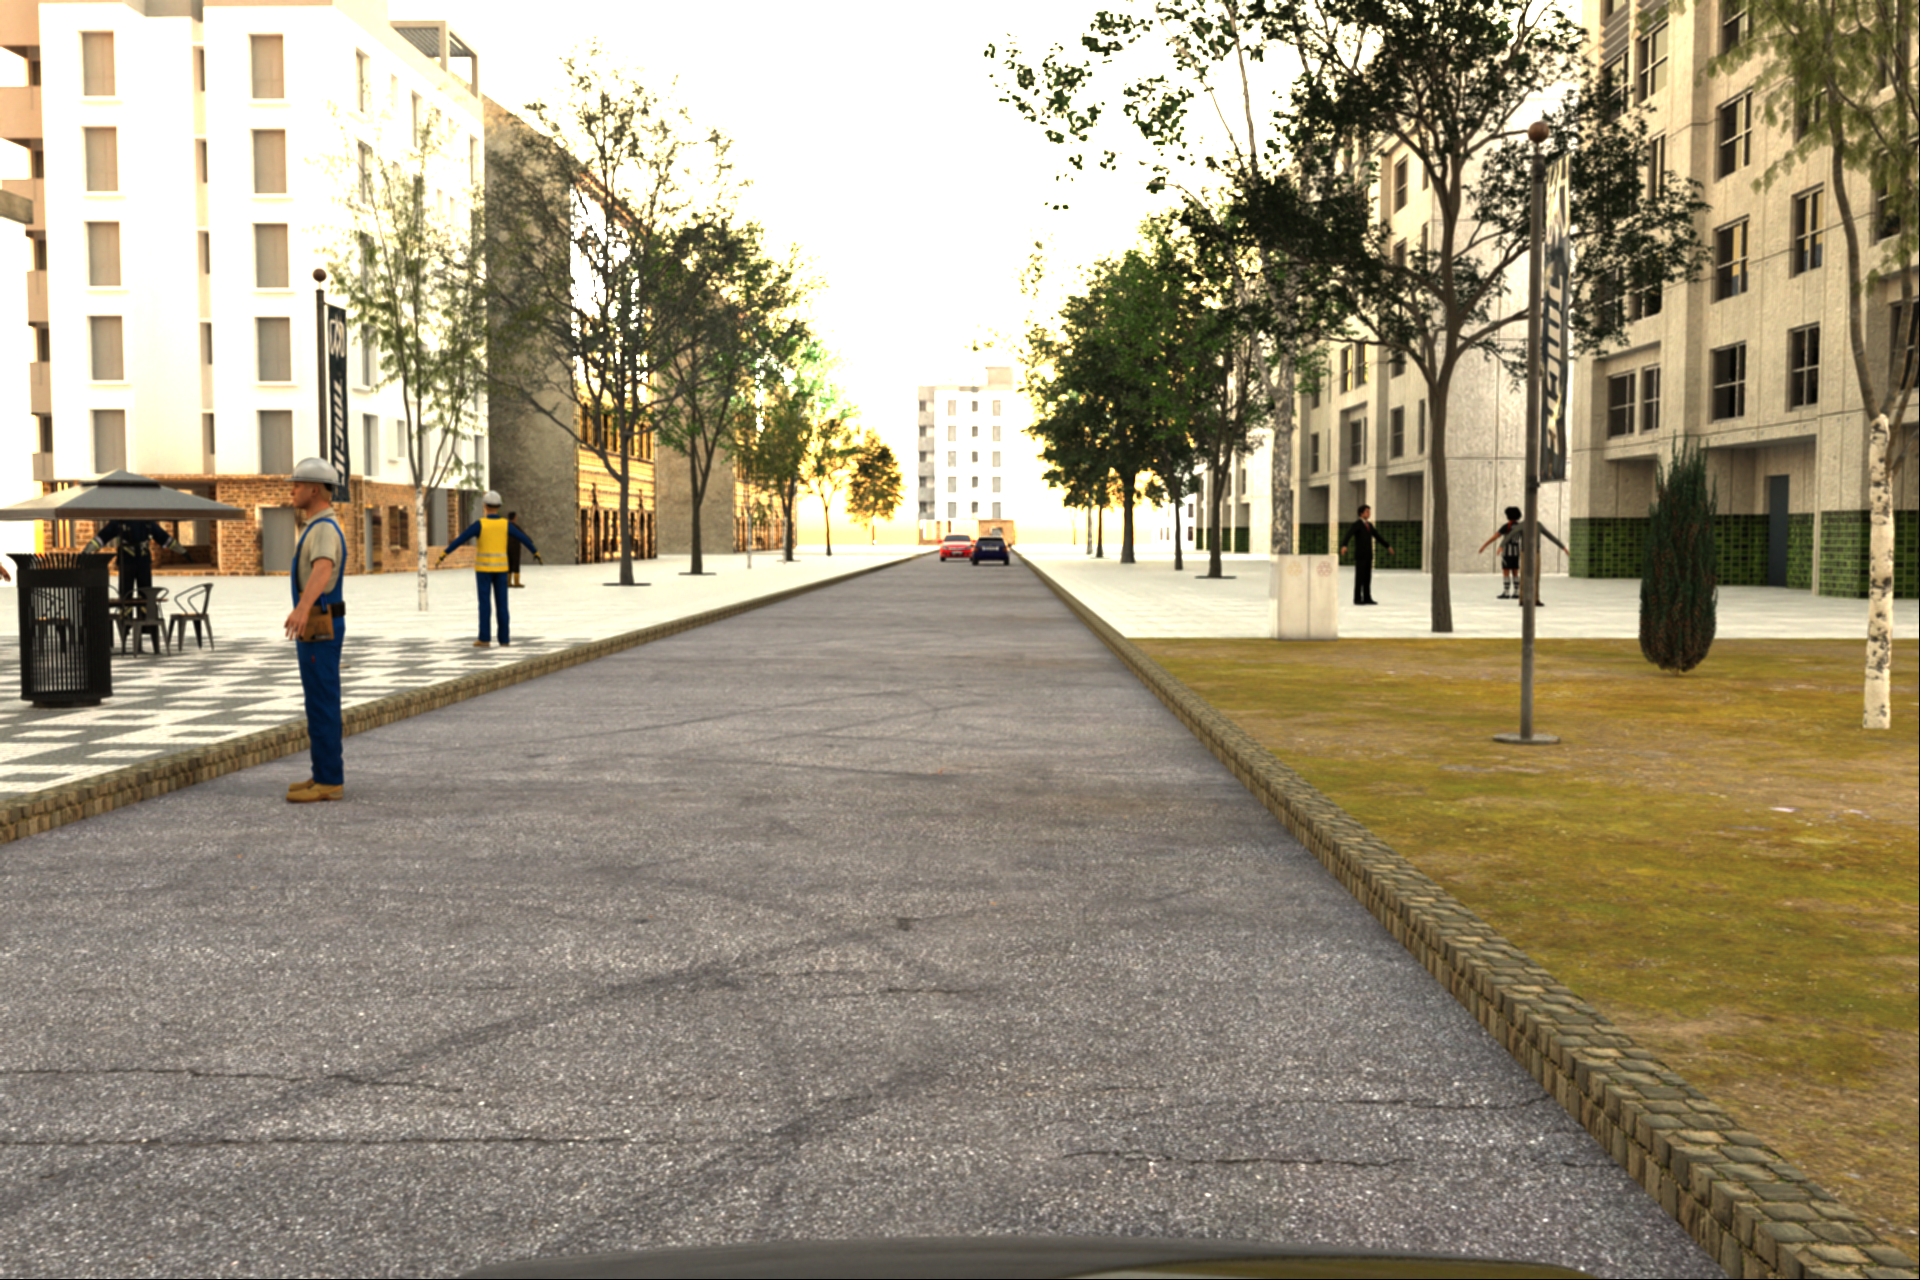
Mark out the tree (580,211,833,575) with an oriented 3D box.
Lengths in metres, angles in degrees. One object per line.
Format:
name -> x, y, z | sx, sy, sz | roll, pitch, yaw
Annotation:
tree -> -8.188, -7.878, 54.567 | 9.928, 11.665, 9.643 | 0, 3, 0

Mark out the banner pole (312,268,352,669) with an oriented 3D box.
banner pole -> -6.019, -1.629, 16.645 | 0.401, 3.779, 0.863 | 0, 4, 2

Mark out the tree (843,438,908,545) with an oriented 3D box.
tree -> -9.598, -17.239, 199.988 | 7.486, 12.596, 7.792 | 0, 3, 0

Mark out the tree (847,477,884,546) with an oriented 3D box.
tree -> -10.069, -14.834, 192.896 | 4.360, 8.622, 3.978 | 0, 3, 0

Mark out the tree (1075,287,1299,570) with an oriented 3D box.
tree -> 7.904, -7.779, 61.593 | 8.767, 10.594, 7.601 | 1, 4, 17

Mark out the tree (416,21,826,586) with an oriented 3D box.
tree -> -8.449, -8.097, 42.755 | 12.009, 13.543, 11.850 | 0, 3, 0

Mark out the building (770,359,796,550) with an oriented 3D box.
building -> -24.055, -19.252, 145.700 | 19.493, 23.208, 18.063 | 0, 4, 0

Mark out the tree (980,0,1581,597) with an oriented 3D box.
tree -> 6.819, -11.005, 35.828 | 12.611, 20.169, 13.585 | 0, 3, 0

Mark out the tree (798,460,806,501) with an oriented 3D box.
tree -> -21.260, -16.551, 196.366 | 9.928, 11.665, 9.643 | 0, 3, 0

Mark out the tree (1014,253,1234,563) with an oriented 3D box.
tree -> 7.333, -10.380, 76.369 | 9.857, 13.997, 8.962 | 0, 3, 0

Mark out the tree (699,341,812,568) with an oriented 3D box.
tree -> -8.099, -6.978, 64.450 | 4.360, 8.622, 3.978 | 0, 3, 0

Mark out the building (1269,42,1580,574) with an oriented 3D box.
building -> 23.709, -12.516, 71.088 | 16.747, 18.905, 31.486 | 0, 4, 1

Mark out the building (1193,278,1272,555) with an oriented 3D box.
building -> 27.625, -16.019, 128.374 | 16.747, 18.905, 31.486 | 0, 4, 1

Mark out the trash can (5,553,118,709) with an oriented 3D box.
trash can -> -6.670, -0.077, 12.908 | 0.748, 1.137, 0.748 | 0, 3, 0

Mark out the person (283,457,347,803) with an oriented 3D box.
person -> -3.507, -0.066, 9.396 | 0.705, 1.847, 1.347 | -1, 4, -19

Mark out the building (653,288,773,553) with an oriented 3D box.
building -> -24.120, -18.012, 125.425 | 19.493, 23.208, 18.063 | 0, 4, 2

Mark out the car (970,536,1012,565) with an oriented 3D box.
car -> 1.449, -4.175, 80.835 | 1.945, 1.354, 3.894 | 0, 4, 2

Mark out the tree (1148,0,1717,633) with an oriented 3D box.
tree -> 5.973, -5.377, 22.321 | 7.601, 10.594, 8.767 | -1, 4, -11

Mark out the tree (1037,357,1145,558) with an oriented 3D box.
tree -> 7.662, -10.208, 92.660 | 9.928, 11.665, 9.643 | 0, 3, 0

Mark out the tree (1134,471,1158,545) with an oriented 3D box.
tree -> 22.031, -14.958, 194.933 | 4.360, 8.622, 3.978 | 0, 3, 0

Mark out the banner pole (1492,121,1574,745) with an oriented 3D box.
banner pole -> 3.504, -1.246, 10.384 | 0.401, 3.779, 0.863 | 0, 4, 1

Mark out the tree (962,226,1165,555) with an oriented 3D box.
tree -> 7.036, -15.389, 107.497 | 12.611, 20.169, 13.585 | 0, 3, 0

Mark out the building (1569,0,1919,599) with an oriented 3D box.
building -> 26.127, -10.312, 35.062 | 16.747, 18.905, 31.486 | 0, 4, 1

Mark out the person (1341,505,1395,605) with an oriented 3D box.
person -> 7.366, -1.548, 31.499 | 1.347, 1.806, 0.705 | -2, 4, -35

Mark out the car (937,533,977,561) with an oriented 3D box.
car -> -0.131, -5.079, 92.085 | 2.155, 1.783, 4.494 | 0, 4, 1

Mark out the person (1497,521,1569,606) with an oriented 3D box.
person -> 10.148, -1.499, 30.775 | 1.348, 1.796, 0.705 | 0, 4, -8

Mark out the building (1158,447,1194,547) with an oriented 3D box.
building -> 24.829, -13.709, 166.284 | 9.099, 9.664, 28.070 | 0, 4, 1

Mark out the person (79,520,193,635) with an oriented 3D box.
person -> -10.527, -0.998, 22.101 | 1.354, 1.856, 0.705 | -3, 4, -37

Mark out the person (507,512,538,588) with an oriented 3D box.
person -> -10.704, -2.166, 41.552 | 1.346, 1.812, 0.704 | 2, 4, 28

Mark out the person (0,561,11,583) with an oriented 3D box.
person -> -7.816, -0.427, 13.160 | 0.705, 1.806, 1.347 | 1, 4, 14

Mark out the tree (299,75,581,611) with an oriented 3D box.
tree -> -9.152, -4.793, 28.730 | 4.360, 8.622, 3.978 | 0, 3, 0

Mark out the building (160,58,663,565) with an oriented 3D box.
building -> -25.013, -15.241, 80.112 | 19.493, 23.208, 18.063 | 0, 4, 0

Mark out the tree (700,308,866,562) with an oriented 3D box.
tree -> -8.112, -9.476, 80.696 | 9.928, 11.665, 9.643 | 0, 3, 0

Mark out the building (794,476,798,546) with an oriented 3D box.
building -> -26.129, -18.689, 172.021 | 16.747, 18.905, 31.486 | 0, 4, 1

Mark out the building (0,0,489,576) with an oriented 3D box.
building -> -23.553, -12.119, 54.559 | 16.016, 20.090, 11.380 | 0, 4, 0

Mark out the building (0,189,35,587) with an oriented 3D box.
building -> -24.217, -5.359, 29.765 | 9.099, 9.664, 28.070 | 0, 4, 1

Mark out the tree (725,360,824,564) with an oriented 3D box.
tree -> -7.599, -7.528, 73.442 | 4.737, 8.622, 4.395 | 0, 3, 0

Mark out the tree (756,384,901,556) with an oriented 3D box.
tree -> -7.649, -10.182, 100.881 | 8.767, 10.594, 7.601 | -1, 4, -9

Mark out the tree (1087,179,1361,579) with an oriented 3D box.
tree -> 7.583, -7.596, 49.955 | 9.928, 11.665, 9.643 | 0, 3, 0

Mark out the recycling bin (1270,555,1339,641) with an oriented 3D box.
recycling bin -> 4.187, -0.523, 21.101 | 0.722, 1.027, 0.722 | 0, 4, 2

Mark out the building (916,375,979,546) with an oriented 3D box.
building -> -4.712, -20.822, 199.311 | 11.380, 20.090, 16.016 | 0, 4, 7

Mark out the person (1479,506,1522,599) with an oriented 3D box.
person -> 10.928, -1.728, 34.393 | 1.345, 1.843, 0.704 | -1, 4, -21

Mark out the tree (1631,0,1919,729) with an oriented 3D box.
tree -> 6.100, -3.736, 11.441 | 4.360, 8.622, 3.978 | 0, 3, 0

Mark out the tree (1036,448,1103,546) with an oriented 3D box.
tree -> 12.569, -16.281, 191.945 | 9.928, 11.665, 9.643 | 0, 3, 0

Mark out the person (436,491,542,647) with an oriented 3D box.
person -> -5.366, -0.816, 19.805 | 1.216, 1.772, 0.721 | -2, 4, -31

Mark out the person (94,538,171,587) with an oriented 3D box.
person -> -14.591, -1.457, 30.548 | 1.216, 1.740, 0.721 | -2, 4, -25
